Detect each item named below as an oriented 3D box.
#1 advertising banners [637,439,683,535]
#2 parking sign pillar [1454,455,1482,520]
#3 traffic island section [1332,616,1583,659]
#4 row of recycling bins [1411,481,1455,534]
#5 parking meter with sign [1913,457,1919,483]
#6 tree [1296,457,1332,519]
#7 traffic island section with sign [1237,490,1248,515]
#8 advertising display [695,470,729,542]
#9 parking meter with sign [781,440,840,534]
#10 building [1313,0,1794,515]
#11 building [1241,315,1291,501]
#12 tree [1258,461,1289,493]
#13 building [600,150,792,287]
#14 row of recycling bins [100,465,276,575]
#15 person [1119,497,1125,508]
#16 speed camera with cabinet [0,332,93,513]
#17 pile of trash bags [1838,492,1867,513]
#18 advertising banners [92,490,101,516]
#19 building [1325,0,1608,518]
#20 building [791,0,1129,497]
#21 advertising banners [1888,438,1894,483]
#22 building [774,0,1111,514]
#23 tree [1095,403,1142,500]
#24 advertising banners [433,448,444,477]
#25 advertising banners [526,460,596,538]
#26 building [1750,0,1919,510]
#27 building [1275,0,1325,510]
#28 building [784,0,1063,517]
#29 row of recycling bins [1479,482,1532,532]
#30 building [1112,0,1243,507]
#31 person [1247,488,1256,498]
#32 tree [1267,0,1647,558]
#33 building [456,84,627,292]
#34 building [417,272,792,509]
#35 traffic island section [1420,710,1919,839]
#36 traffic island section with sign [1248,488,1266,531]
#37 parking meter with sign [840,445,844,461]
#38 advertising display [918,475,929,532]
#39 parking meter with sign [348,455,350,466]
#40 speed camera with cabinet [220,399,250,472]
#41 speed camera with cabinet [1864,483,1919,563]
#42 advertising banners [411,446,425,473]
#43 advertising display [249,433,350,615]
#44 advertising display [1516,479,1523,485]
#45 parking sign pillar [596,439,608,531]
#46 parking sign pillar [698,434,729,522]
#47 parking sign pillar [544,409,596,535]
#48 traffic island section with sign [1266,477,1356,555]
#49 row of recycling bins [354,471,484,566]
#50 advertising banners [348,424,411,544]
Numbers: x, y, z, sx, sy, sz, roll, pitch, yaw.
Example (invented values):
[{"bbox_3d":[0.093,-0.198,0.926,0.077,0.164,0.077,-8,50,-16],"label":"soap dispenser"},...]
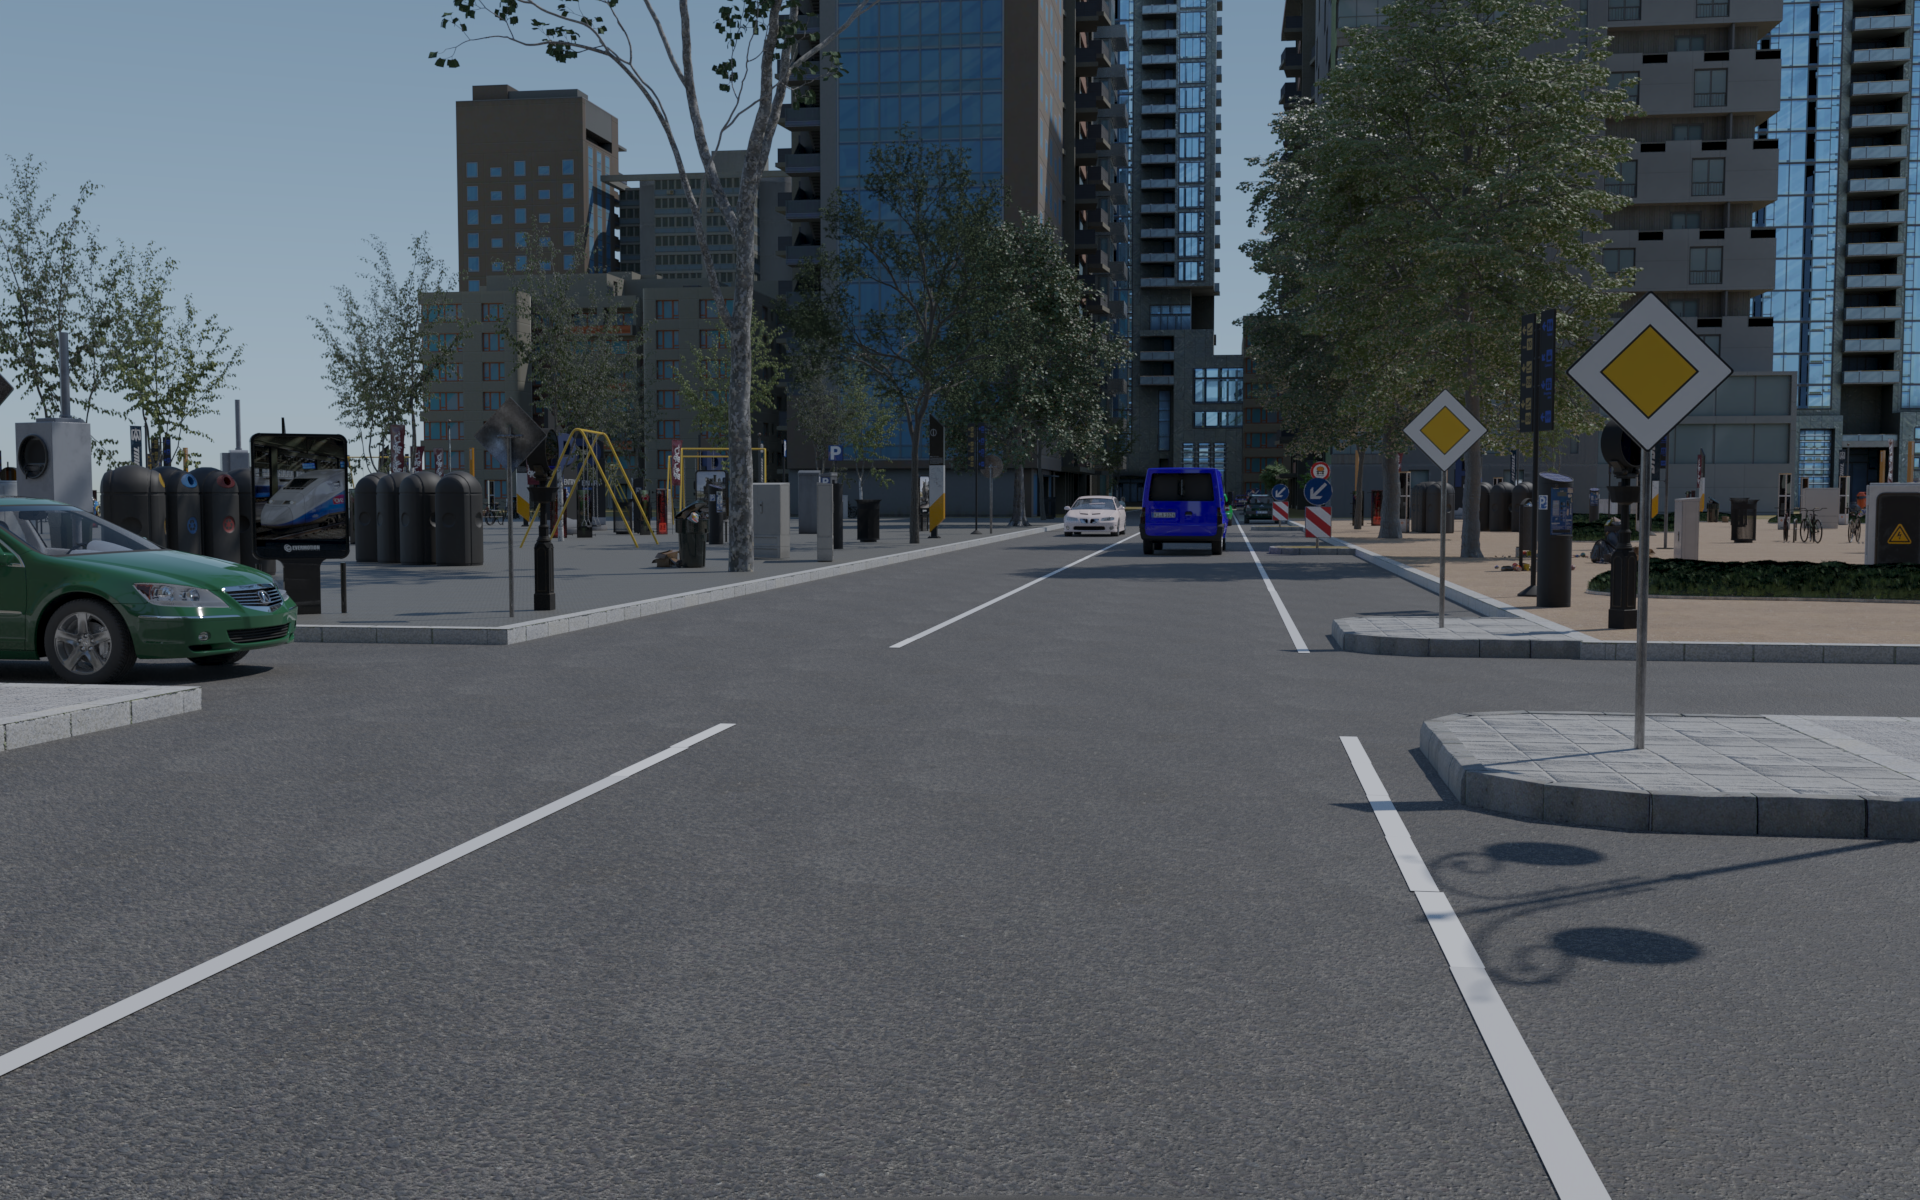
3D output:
[{"bbox_3d":[-9.443,-3.577,54.676,0.090,3.025,2.074,2,4,34],"label":"advertising banners"},{"bbox_3d":[25.578,-6.038,87.192,1.447,3.967,1.447,2,4,32],"label":"parking sign pillar"},{"bbox_3d":[4.643,0.345,16.633,2.009,0.180,2.903,1,4,9],"label":"traffic island section"},{"bbox_3d":[15.757,-3.108,57.923,1.069,1.692,3.534,0,4,5],"label":"row of recycling bins"},{"bbox_3d":[44.563,-5.166,80.726,1.738,3.016,0.543,-3,4,-37],"label":"parking meter with sign"},{"bbox_3d":[18.237,-5.778,89.068,1.663,3.219,1.824,0,3,0],"label":"tree"},{"bbox_3d":[19.989,-6.668,117.650,1.989,1.847,2.006,1,4,9],"label":"traffic island section with sign"},{"bbox_3d":[-6.645,-2.521,46.426,0.974,1.923,0.123,2,4,23],"label":"advertising display"},{"bbox_3d":[-4.848,-3.644,55.835,1.738,3.016,0.543,0,4,1],"label":"parking meter with sign"},{"bbox_3d":[38.497,-32.357,118.280,28.713,52.752,27.495,1,4,9],"label":"building"},{"bbox_3d":[44.996,-20.881,186.442,28.899,21.520,27.650,1,4,9],"label":"building"},{"bbox_3d":[30.435,-11.220,167.165,4.285,4.588,4.351,0,3,0],"label":"tree"},{"bbox_3d":[-25.553,-30.973,198.295,23.993,40.220,32.217,1,4,9],"label":"building"},{"bbox_3d":[-11.561,-1.154,25.989,1.069,1.692,3.534,1,4,11],"label":"row of recycling bins"},{"bbox_3d":[7.901,-4.425,85.135,0.425,1.301,0.394,-3,4,-36],"label":"person"},{"bbox_3d":[-11.652,-1.654,21.383,2.038,3.252,0.660,2,4,26],"label":"speed camera with cabinet"},{"bbox_3d":[40.844,-4.299,80.045,3.447,1.369,1.912,-2,4,-30],"label":"pile of trash bags"},{"bbox_3d":[-33.146,-4.274,66.072,2.074,3.025,0.090,0,4,3],"label":"advertising banners"},{"bbox_3d":[28.081,-25.376,98.499,14.154,41.232,14.086,1,4,9],"label":"building"},{"bbox_3d":[-0.298,-32.899,157.511,30.456,49.044,23.786,1,4,9],"label":"building"},{"bbox_3d":[29.830,-3.603,55.105,2.074,3.025,0.090,-3,5,-44],"label":"advertising banners"},{"bbox_3d":[-0.913,-28.640,122.887,22.147,44.769,28.867,1,4,9],"label":"building"},{"bbox_3d":[12.457,-11.582,139.723,4.737,8.622,4.395,0,3,0],"label":"tree"},{"bbox_3d":[-18.969,-4.206,64.961,2.074,3.025,0.090,2,4,29],"label":"advertising banners"},{"bbox_3d":[-11.680,-3.319,50.454,2.074,3.025,0.090,-1,4,-23],"label":"advertising banners"},{"bbox_3d":[71.633,-50.941,145.552,31.000,86.520,22.319,1,4,9],"label":"building"},{"bbox_3d":[38.332,-30.119,147.064,22.147,44.769,28.867,1,4,9],"label":"building"},{"bbox_3d":[-1.554,-27.581,101.068,14.600,45.320,14.200,1,4,9],"label":"building"},{"bbox_3d":[18.943,-3.175,59.028,1.069,1.692,3.534,-3,4,-37],"label":"row of recycling bins"},{"bbox_3d":[14.930,-53.437,186.364,31.000,86.520,22.319,1,4,9],"label":"building"},{"bbox_3d":[16.137,-5.322,96.049,0.750,1.759,0.617,2,4,30],"label":"person"},{"bbox_3d":[9.941,-7.129,34.685,7.486,12.596,7.792,0,3,0],"label":"tree"},{"bbox_3d":[-45.968,-33.173,192.489,14.200,45.320,14.600,1,4,9],"label":"building"},{"bbox_3d":[-30.051,-19.269,160.082,28.899,21.520,27.650,1,4,9],"label":"building"},{"bbox_3d":[3.445,0.828,8.738,2.009,0.180,2.903,1,4,9],"label":"traffic island section"},{"bbox_3d":[12.500,-3.650,68.312,1.989,1.847,2.006,1,4,9],"label":"traffic island section with sign"},{"bbox_3d":[-4.662,-3.969,61.162,0.543,3.016,1.738,1,4,16],"label":"parking meter with sign"},{"bbox_3d":[-1.261,-3.323,59.543,0.123,1.923,0.974,1,4,19],"label":"advertising display"},{"bbox_3d":[-27.388,-4.900,76.368,0.543,3.016,1.738,0,4,-4],"label":"parking meter with sign"},{"bbox_3d":[-14.584,-2.596,36.787,2.038,3.252,0.660,-2,4,-28],"label":"speed camera with cabinet"},{"bbox_3d":[14.658,-1.924,25.787,2.038,3.252,0.660,2,4,28],"label":"speed camera with cabinet"},{"bbox_3d":[-20.384,-4.059,62.552,2.074,3.025,0.090,-1,4,-19],"label":"advertising banners"},{"bbox_3d":[-7.015,-0.808,18.427,0.974,1.923,0.123,-2,4,-28],"label":"advertising display"},{"bbox_3d":[24.590,-4.355,76.426,0.123,1.923,0.974,3,4,36],"label":"advertising display"},{"bbox_3d":[-13.181,-4.437,61.020,1.447,3.967,1.447,-1,4,-20],"label":"parking sign pillar"},{"bbox_3d":[-11.307,-5.530,78.884,1.447,3.967,1.447,2,4,34],"label":"parking sign pillar"},{"bbox_3d":[-12.764,-4.097,55.452,1.447,3.967,1.447,1,4,18],"label":"parking sign pillar"},{"bbox_3d":[8.461,-2.020,41.661,1.989,1.847,2.006,1,4,9],"label":"traffic island section with sign"},{"bbox_3d":[-10.029,-1.519,31.946,3.534,1.692,1.069,3,5,41],"label":"row of recycling bins"},{"bbox_3d":[-14.719,-2.905,43.682,2.074,3.025,0.090,2,4,28],"label":"advertising banners"}]
